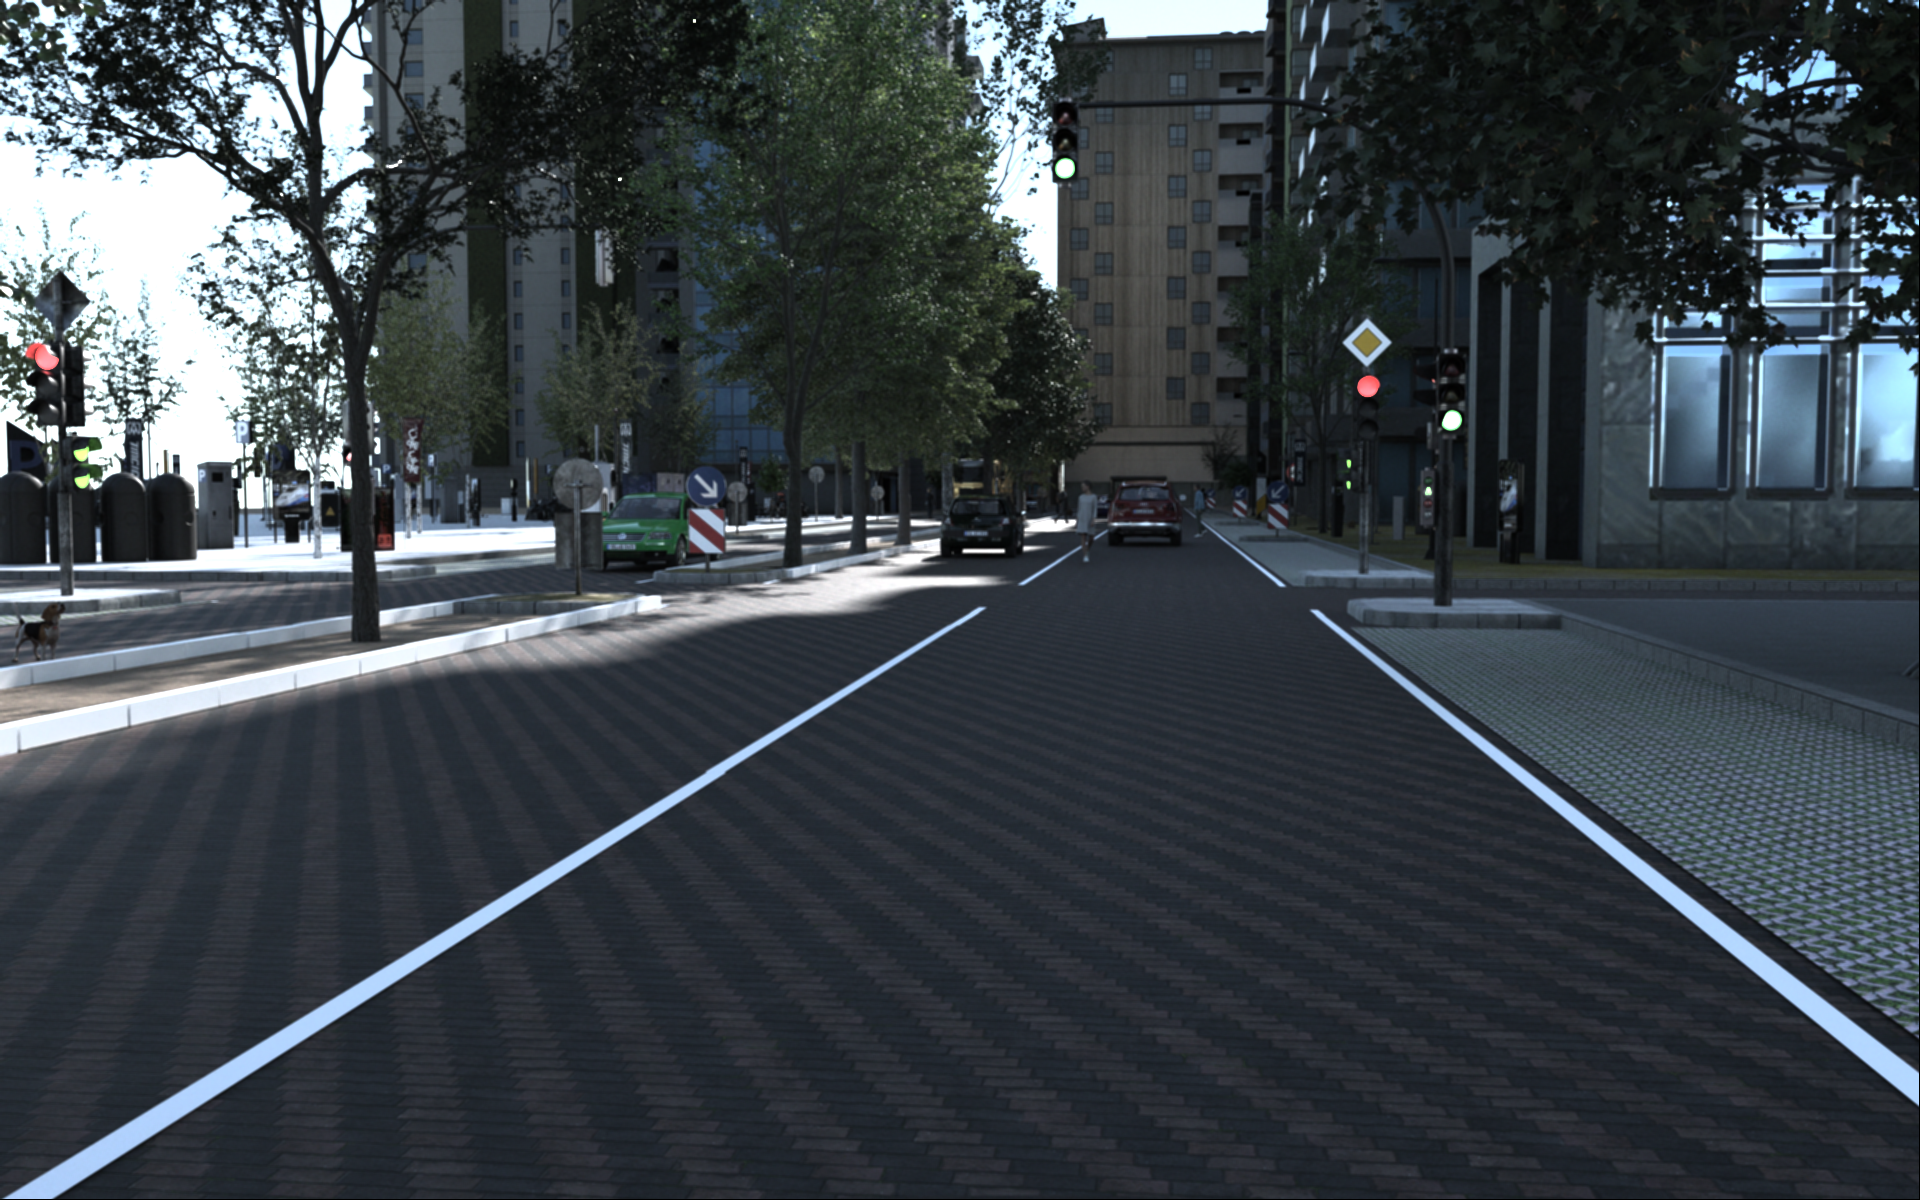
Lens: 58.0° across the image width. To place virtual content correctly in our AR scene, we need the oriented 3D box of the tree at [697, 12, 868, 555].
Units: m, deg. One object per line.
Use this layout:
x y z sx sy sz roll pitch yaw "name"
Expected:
-2.459 -7.369 41.062 7.486 12.596 7.792 0 3 0 "tree"

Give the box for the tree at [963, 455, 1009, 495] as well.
1.268 -12.271 150.988 4.360 8.622 3.978 0 3 0 "tree"

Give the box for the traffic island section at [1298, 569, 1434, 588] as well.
6.506 -0.340 27.839 2.009 0.180 2.903 0 4 7 "traffic island section"

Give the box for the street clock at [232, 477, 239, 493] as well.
-31.528 -4.325 75.291 0.471 2.002 0.358 3 5 43 "street clock"

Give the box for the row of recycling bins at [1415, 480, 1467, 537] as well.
15.110 -2.852 53.735 1.069 1.692 3.534 0 4 -6 "row of recycling bins"

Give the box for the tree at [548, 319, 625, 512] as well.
-16.288 -7.529 73.463 4.737 8.622 4.395 0 3 0 "tree"

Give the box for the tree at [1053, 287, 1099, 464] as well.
2.861 -10.020 84.416 7.486 12.596 7.792 0 3 0 "tree"

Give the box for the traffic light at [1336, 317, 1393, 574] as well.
6.468 -2.374 27.730 0.839 4.253 0.868 0 4 7 "traffic light"

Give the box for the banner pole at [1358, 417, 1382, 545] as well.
10.407 -3.318 44.272 0.401 3.779 0.863 -2 4 -25 "banner pole"

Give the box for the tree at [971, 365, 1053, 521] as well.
1.718 -7.682 78.428 4.737 8.622 4.395 0 3 0 "tree"

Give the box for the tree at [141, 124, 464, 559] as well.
-12.948 -5.129 34.216 4.360 8.622 3.978 0 3 0 "tree"

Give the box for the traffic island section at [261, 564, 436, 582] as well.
-10.366 -0.463 29.847 2.009 0.180 2.903 0 4 7 "traffic island section"

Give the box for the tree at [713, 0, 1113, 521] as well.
-1.535 -12.306 59.551 12.611 20.169 13.585 0 3 0 "tree"

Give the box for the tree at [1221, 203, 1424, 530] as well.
13.020 -8.365 62.527 9.928 11.665 9.643 0 3 0 "tree"

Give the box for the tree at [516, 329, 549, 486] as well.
-18.672 -7.050 65.625 4.737 8.622 4.395 0 3 0 "tree"

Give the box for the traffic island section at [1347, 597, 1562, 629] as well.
5.561 0.145 19.910 2.009 0.180 2.903 0 4 7 "traffic island section"

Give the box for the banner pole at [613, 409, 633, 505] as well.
-9.921 -3.719 50.829 0.863 3.779 0.401 2 4 27 "banner pole"

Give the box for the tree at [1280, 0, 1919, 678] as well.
7.021 -5.790 11.676 9.611 12.733 9.660 0 3 0 "tree"

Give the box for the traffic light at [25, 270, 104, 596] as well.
-11.272 -2.010 21.778 0.839 4.253 0.868 0 4 7 "traffic light"

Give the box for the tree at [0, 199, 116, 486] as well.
-22.650 -5.638 42.543 4.737 8.622 4.395 0 3 0 "tree"

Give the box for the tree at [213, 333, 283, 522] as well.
-31.761 -7.869 79.028 4.737 8.622 4.395 0 3 0 "tree"

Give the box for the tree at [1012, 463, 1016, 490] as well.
3.871 -13.182 165.882 4.360 8.622 3.978 0 3 0 "tree"

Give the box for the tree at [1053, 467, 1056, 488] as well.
3.414 -8.434 90.714 4.737 8.622 4.395 0 3 0 "tree"

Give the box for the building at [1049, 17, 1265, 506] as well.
24.954 -37.357 200.025 27.495 52.752 28.713 0 4 7 "building"

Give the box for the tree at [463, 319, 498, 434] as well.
-17.453 -6.480 56.304 4.360 8.622 3.978 0 3 0 "tree"

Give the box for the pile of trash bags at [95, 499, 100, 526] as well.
-35.356 -3.653 69.476 1.912 1.369 3.447 1 4 21 "pile of trash bags"

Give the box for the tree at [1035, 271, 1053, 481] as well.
-1.628 -7.829 48.588 7.486 12.596 7.792 0 3 0 "tree"

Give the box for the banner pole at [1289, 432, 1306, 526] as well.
13.470 -4.859 69.469 0.863 3.779 0.401 0 4 3 "banner pole"

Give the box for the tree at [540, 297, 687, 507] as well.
-13.072 -6.972 64.353 4.360 8.622 3.978 0 3 0 "tree"

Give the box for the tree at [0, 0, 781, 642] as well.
-5.683 -4.888 16.786 8.767 10.594 7.601 0 4 7 "tree"

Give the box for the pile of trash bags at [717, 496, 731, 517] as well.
-13.470 -5.304 96.480 1.912 1.369 3.447 0 4 -1 "pile of trash bags"

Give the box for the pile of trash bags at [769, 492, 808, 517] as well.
-9.704 -5.316 96.666 1.912 1.369 3.447 -1 4 -20 "pile of trash bags"

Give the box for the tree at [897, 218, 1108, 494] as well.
1.141 -9.252 70.730 9.611 12.733 9.660 0 3 0 "tree"

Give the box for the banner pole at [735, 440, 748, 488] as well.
-10.202 -5.541 80.604 0.863 3.779 0.401 -3 5 -44 "banner pole"

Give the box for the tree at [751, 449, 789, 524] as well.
-8.198 -4.870 74.229 1.663 3.219 1.824 0 3 0 "tree"

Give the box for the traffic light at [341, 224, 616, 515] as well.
-8.239 -3.353 29.495 4.771 5.953 1.251 0 4 7 "traffic light"

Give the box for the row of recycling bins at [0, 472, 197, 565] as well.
-16.247 -1.563 32.669 3.534 1.692 1.069 -3 5 -44 "row of recycling bins"

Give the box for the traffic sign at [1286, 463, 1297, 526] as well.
13.594 -4.283 70.128 0.768 2.556 0.104 1 4 11 "traffic sign"

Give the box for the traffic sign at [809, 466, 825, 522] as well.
-6.534 -4.812 78.774 0.768 2.556 0.104 1 4 14 "traffic sign"

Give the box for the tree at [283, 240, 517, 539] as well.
-16.017 -6.059 49.431 4.737 8.622 4.395 0 3 0 "tree"

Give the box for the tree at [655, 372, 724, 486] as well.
-16.155 -9.333 102.949 4.737 8.622 4.395 0 3 0 "tree"

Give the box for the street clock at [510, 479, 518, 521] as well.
-20.999 -4.709 81.564 0.358 2.002 0.471 -2 4 -29 "street clock"

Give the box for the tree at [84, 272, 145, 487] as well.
-26.723 -6.453 55.876 4.360 8.622 3.978 0 3 0 "tree"

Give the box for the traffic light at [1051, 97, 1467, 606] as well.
3.435 -2.767 19.907 4.771 5.953 1.251 0 4 7 "traffic light"

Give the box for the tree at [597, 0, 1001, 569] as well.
-3.073 -6.367 32.311 9.928 11.665 9.643 0 3 0 "tree"

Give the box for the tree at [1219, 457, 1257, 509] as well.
24.350 -10.284 151.859 4.285 4.588 4.351 0 3 0 "tree"

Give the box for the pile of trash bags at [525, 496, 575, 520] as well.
-19.841 -4.629 85.435 1.912 1.369 3.447 1 4 21 "pile of trash bags"

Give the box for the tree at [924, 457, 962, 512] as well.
-0.938 -8.673 125.514 4.285 4.588 4.351 0 3 0 "tree"

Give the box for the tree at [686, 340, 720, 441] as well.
-13.310 -7.928 79.978 4.360 8.622 3.978 0 3 0 "tree"

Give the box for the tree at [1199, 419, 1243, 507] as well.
25.349 -13.338 168.443 4.360 8.622 3.978 0 3 0 "tree"

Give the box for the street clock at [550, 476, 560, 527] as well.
-15.719 -3.850 67.526 0.358 2.002 0.471 2 4 32 "street clock"

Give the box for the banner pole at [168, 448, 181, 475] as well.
-43.095 -6.418 94.959 0.401 3.779 0.863 3 4 38 "banner pole"

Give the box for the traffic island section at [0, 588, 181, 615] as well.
-11.310 0.022 21.918 2.009 0.180 2.903 0 4 7 "traffic island section"

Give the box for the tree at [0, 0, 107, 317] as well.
-6.935 -5.954 6.459 9.857 13.997 8.962 0 3 0 "tree"

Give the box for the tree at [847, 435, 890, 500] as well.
-4.941 -9.245 101.523 4.360 8.622 3.978 0 3 0 "tree"

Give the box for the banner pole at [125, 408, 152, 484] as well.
-23.782 -3.687 50.307 0.863 3.779 0.401 -2 4 -30 "banner pole"

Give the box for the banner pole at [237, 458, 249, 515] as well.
-43.961 -7.094 105.995 0.401 3.779 0.863 1 4 19 "banner pole"
